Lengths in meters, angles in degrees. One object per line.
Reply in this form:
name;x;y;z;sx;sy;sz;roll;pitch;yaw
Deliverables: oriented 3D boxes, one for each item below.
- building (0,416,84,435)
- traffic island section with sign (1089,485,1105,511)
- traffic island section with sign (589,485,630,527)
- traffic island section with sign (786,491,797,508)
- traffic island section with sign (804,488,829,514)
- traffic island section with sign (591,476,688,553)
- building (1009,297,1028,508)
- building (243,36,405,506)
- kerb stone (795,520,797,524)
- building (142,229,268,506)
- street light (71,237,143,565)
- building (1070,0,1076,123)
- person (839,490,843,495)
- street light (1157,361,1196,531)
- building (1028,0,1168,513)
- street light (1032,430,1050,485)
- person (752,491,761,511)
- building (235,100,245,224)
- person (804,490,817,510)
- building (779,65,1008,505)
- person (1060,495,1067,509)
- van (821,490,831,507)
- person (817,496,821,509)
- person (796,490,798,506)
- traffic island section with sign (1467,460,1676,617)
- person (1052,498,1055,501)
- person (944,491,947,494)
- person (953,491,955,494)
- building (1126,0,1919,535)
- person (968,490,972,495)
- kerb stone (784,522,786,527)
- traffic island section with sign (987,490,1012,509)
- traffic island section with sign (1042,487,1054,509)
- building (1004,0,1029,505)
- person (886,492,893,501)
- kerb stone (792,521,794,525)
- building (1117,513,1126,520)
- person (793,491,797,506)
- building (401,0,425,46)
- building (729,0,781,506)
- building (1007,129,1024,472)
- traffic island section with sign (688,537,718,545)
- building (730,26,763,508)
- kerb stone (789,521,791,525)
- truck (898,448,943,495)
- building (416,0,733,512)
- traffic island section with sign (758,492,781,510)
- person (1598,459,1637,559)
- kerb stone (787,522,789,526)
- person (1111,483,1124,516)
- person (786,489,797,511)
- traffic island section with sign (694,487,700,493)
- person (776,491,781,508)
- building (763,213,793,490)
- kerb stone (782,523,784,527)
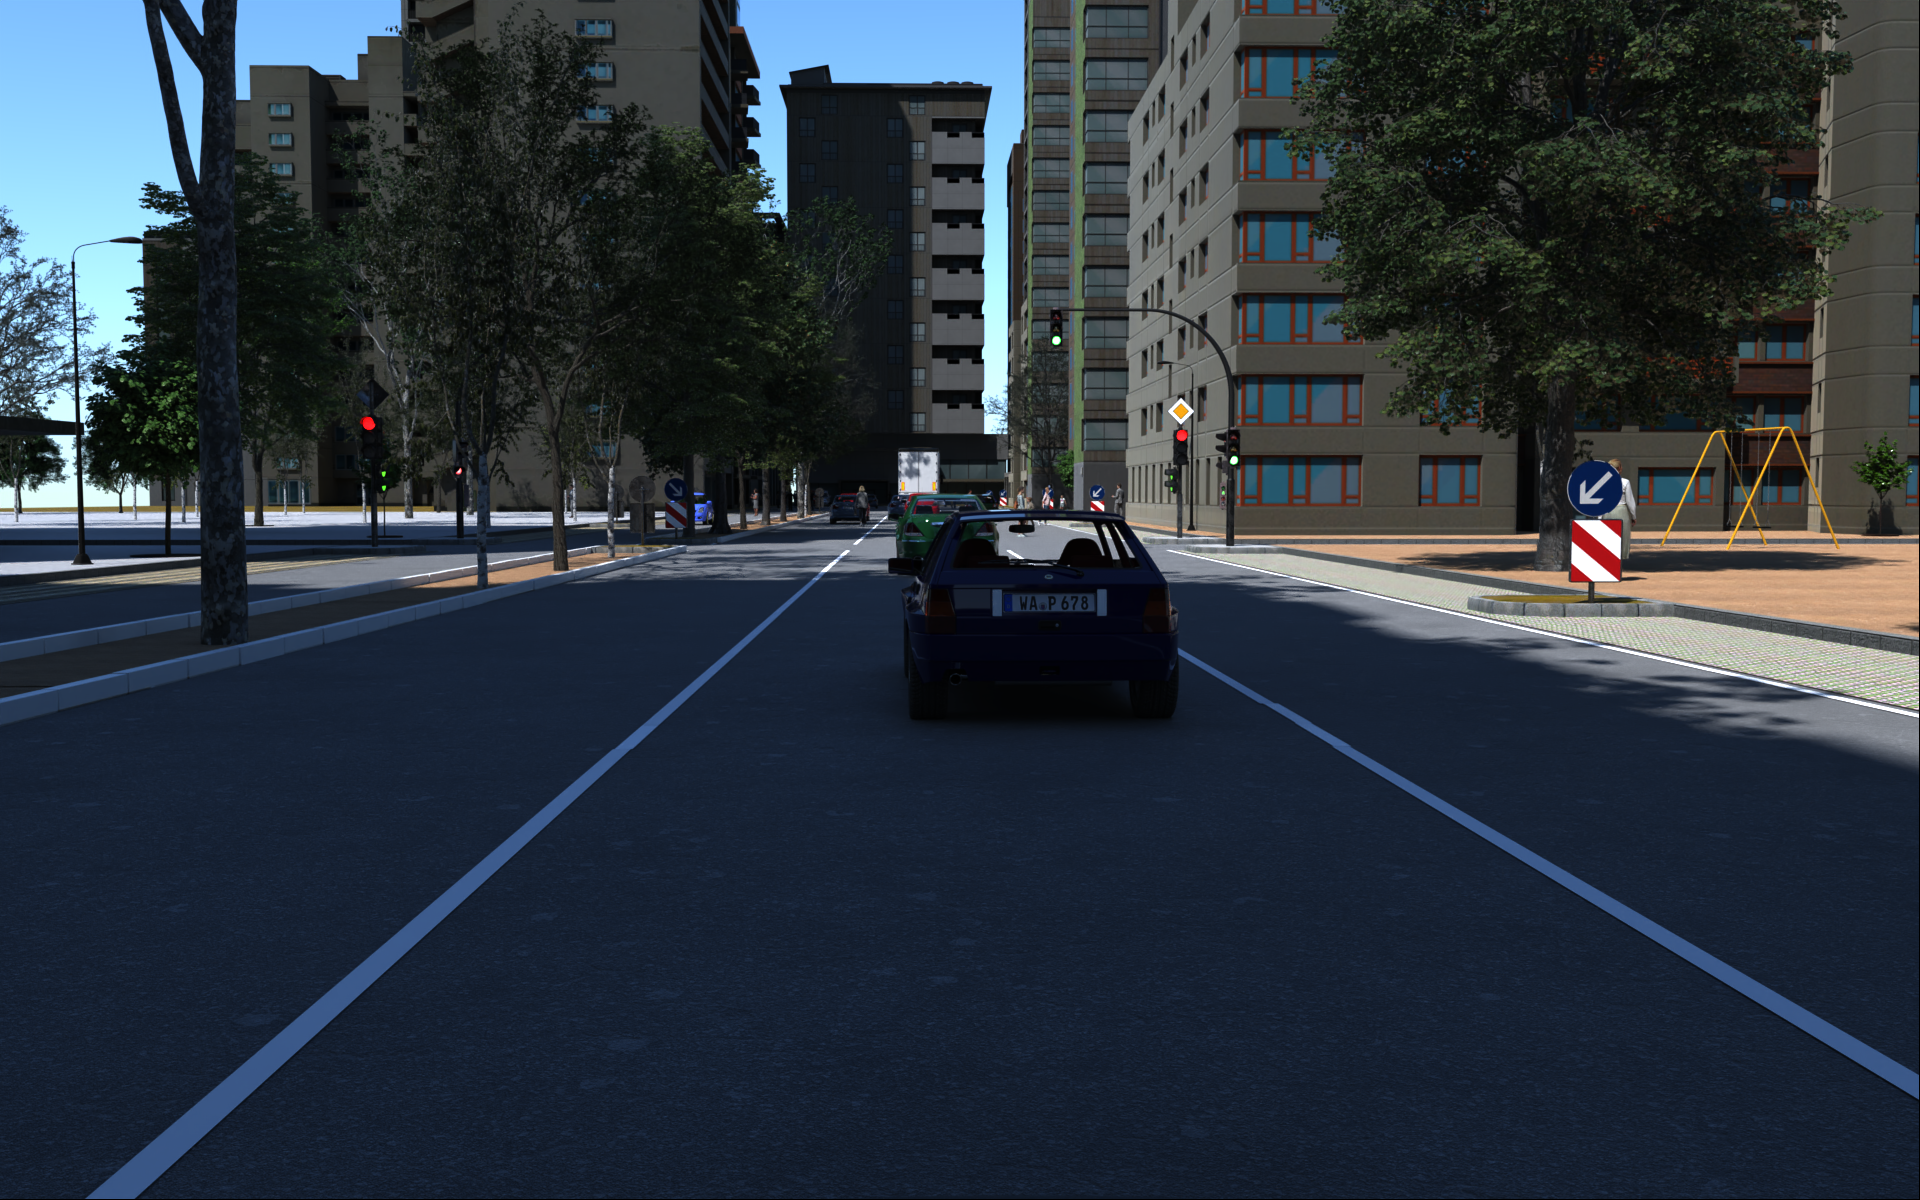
building;-35.294;-22.933;29.581;28.867;44.769;22.147;0;4;-2
traffic island section with sign;5.778;-4.077;75.294;1.989;1.847;2.006;0;4;-2
traffic island section with sign;-14.833;-4.043;74.736;1.989;1.847;2.006;0;4;-2
traffic island section with sign;-17.708;-10.409;178.808;1.989;1.847;2.006;0;4;-2
traffic island section with sign;-10.182;-7.152;125.074;2.006;1.907;1.989;0;4;-2
traffic island section with sign;-7.904;-2.105;42.560;2.006;1.907;1.989;0;4;-2
building;19.315;-19.708;167.263;27.650;21.520;28.899;0;4;-2
building;-62.343;-34.558;188.716;21.600;48.544;21.300;0;4;-2
kerb stone;-7.947;-3.663;82.109;0.120;0.150;1.000;0;4;-2
building;-80.277;-25.702;191.927;14.107;30.474;14.160;0;4;-2
street light;-15.446;-3.599;31.379;1.470;5.913;1.316;0;4;-2
building;15.004;-28.639;118.352;14.600;45.320;14.200;0;4;-2
person;-10.836;-9.243;159.762;1.348;1.807;0.705;3;4;36
street light;7.566;-5.380;60.498;1.470;5.913;1.316;0;4;-2
building;12.543;-28.135;143.599;14.154;41.232;14.086;0;4;-2
street light;5.892;-9.337;125.203;1.470;5.913;1.316;0;4;-2
person;-17.178;-8.399;146.615;0.721;1.735;1.217;-3;5;-43
building;-77.852;-36.272;216.753;21.600;48.544;21.300;0;4;-2
person;-13.032;-8.770;151.902;1.348;1.822;0.705;-1;4;-8
building;-8.140;-38.700;221.983;27.495;52.752;28.713;0;4;-2
person;6.589;-6.100;110.788;0.505;1.210;0.382;1;4;18
van;-15.821;-11.748;199.098;2.013;2.044;4.112;0;4;-2
person;-13.801;-9.786;169.328;0.721;1.723;1.217;-3;5;-44
person;-17.373;-10.844;185.437;1.348;1.869;0.705;-3;5;-43
traffic island section with sign;7.285;-0.756;20.989;1.989;1.847;2.006;0;4;-2
person;6.785;-7.433;130.794;0.599;1.433;0.991;-3;4;-38
person;-1.572;-11.285;192.975;0.705;1.831;1.348;1;4;10
person;-0.604;-9.995;172.840;0.530;1.710;0.541;0;4;2
building;22.609;-13.600;67.398;28.899;21.520;27.650;0;4;-2
person;0.888;-7.396;129.956;0.750;1.759;0.617;-2;4;-23
kerb stone;-7.745;-3.226;74.946;0.120;0.150;1.000;0;4;-2
traffic island section with sign;3.652;-8.795;152.431;1.989;1.847;2.006;0;4;-2
traffic island section with sign;5.031;-5.725;102.239;1.989;1.847;2.006;0;4;-2
building;15.657;-46.001;190.364;20.563;71.187;20.611;0;4;-2
person;-8.169;-11.751;201.337;1.217;1.735;0.721;-1;4;-19
kerb stone;-7.890;-3.539;80.065;0.120;0.150;1.000;0;4;-2
building;12.964;-24.980;92.025;14.154;41.232;14.086;0;4;-2
person;-17.241;-10.558;181.206;0.705;1.814;1.350;1;4;17
building;-56.724;-47.610;216.675;20.611;71.187;20.563;0;4;-2
building;-36.041;-53.527;187.831;31.000;86.520;22.319;0;4;-2
building;13.331;-34.619;216.125;14.200;45.320;14.600;0;4;-2
traffic island section with sign;-8.099;-2.558;49.965;2.006;1.907;1.989;0;4;-2
building;-30.103;-30.946;160.590;22.147;44.769;28.867;0;4;-2
kerb stone;-7.840;-3.414;78.021;0.120;0.150;1.000;0;4;-2
truck;-2.536;-7.458;110.849;2.839;4.237;11.283;0;4;0
building;-29.608;-31.266;134.900;21.300;48.544;21.600;0;4;-2
traffic island section with sign;-16.969;-8.761;151.863;1.989;1.847;2.006;0;4;-2
person;9.606;-1.173;25.445;0.641;1.798;0.478;-3;4;-37
kerb stone;-7.815;-3.348;76.996;0.120;0.150;1.000;0;4;-2
person;7.622;-4.736;83.680;0.583;1.804;0.606;3;4;37
person;-14.350;-8.482;146.805;1.348;1.869;0.705;2;4;33
traffic island section with sign;-15.576;-5.691;101.681;1.989;1.847;2.006;0;4;-2
person;-18.137;-10.054;173.601;0.721;1.735;1.217;1;4;18
building;-33.957;-32.586;224.665;23.993;40.220;32.217;0;4;-2
kerb stone;-7.722;-3.164;73.924;0.120;0.150;1.000;0;4;-2
